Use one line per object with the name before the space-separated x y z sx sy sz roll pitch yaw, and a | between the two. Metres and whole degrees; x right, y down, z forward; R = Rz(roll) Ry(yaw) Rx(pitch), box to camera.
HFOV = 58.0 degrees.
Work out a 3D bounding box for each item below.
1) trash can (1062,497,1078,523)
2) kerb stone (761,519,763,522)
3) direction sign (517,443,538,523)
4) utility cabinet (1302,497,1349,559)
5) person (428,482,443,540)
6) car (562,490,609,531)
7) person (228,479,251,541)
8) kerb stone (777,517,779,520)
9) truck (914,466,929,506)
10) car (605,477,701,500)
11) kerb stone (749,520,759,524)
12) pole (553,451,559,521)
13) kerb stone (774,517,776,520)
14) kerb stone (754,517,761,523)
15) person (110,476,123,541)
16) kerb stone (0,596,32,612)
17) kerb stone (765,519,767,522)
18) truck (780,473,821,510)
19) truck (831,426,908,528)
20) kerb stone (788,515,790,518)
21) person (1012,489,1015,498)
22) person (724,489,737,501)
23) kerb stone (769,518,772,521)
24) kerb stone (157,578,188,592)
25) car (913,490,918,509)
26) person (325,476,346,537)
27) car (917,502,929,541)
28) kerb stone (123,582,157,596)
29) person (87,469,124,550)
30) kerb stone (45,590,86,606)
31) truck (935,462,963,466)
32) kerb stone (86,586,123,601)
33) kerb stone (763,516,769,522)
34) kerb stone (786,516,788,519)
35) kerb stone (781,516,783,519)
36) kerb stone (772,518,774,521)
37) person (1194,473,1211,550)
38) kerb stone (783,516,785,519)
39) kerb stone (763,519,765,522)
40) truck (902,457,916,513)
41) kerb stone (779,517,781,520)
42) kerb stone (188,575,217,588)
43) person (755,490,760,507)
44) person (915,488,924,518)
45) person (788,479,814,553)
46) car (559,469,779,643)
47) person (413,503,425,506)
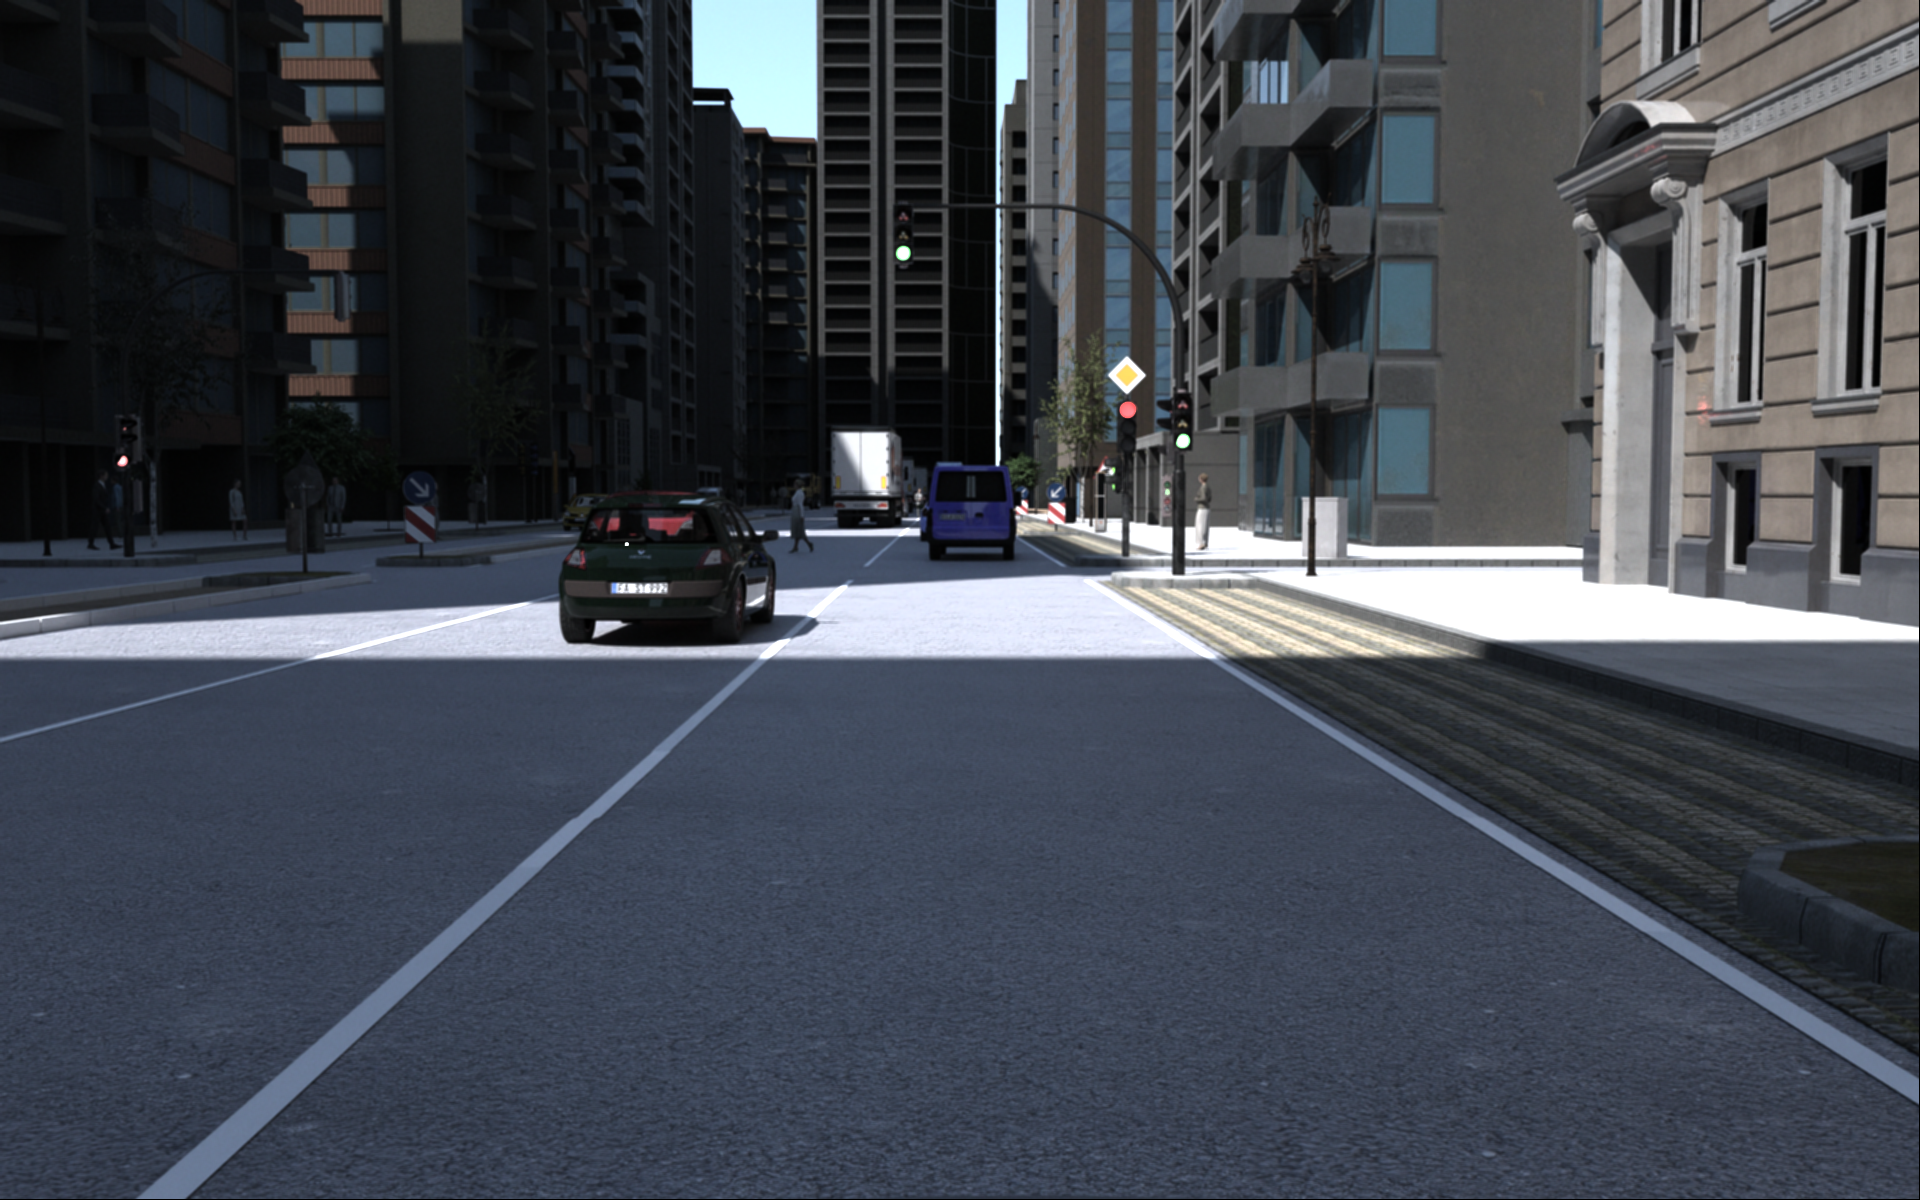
trash can | 5.015 -4.197 80.280 0.748 1.137 0.748 0 3 0
kerb stone | -10.079 -3.938 86.582 0.120 0.150 1.000 0 4 0
direction sign | -19.069 -5.167 76.480 0.876 3.537 0.379 -1 4 -18
utility cabinet | 7.322 -1.443 34.756 0.306 1.237 1.020 -2 4 -33
person | -16.451 -2.786 54.143 0.391 1.810 0.635 -2 4 -31
car | -14.522 -3.560 68.436 2.015 1.641 3.980 0 4 0
person | -19.905 -2.486 47.691 0.522 1.701 0.512 1 4 18
kerb stone | -10.150 -4.438 94.783 0.120 0.150 1.000 0 4 0
truck | -4.641 -11.757 181.137 2.839 4.237 11.283 0 4 -1
car | -4.404 -1.012 25.582 2.155 1.783 4.494 0 4 -1
kerb stone | -10.064 -3.813 84.530 0.120 0.150 1.000 0 4 0
pole | -18.970 -5.348 81.278 0.158 3.312 0.155 0 3 0
kerb stone | -10.120 -4.314 92.735 0.120 0.150 1.000 0 4 0
kerb stone | -10.070 -3.875 85.552 0.120 0.150 1.000 0 4 0
person | -22.931 -2.499 47.252 0.444 1.785 0.601 0 4 2
kerb stone | -11.665 0.050 21.419 0.120 0.150 1.000 0 4 0
kerb stone | -10.097 -4.059 88.629 0.120 0.150 1.000 0 4 0
truck | -14.730 -10.169 162.192 3.469 3.379 9.791 0 4 1
truck | -3.964 -5.390 77.041 2.839 4.237 11.283 0 4 1
kerb stone | -10.187 -4.816 100.936 0.120 0.150 1.000 0 4 0
person | 4.630 -9.165 156.608 0.721 1.743 1.217 -3 5 -39
person | -16.872 -7.186 126.009 1.348 1.821 0.705 0 4 -8
kerb stone | -10.106 -4.186 90.679 0.120 0.150 1.000 0 4 0
kerb stone | -11.693 -0.199 25.517 0.120 0.150 1.000 0 4 0
car | -4.971 -9.970 171.677 2.281 1.827 5.304 0 4 1
person | -18.678 -2.792 51.788 0.635 1.810 0.391 0 4 1
car | -0.374 -2.710 53.904 1.945 1.707 3.694 0 3 0
kerb stone | -11.688 -0.141 24.494 0.120 0.150 1.000 0 4 0
person | -19.734 -2.085 39.911 0.755 1.850 0.659 -1 4 -10
kerb stone | -11.668 -0.013 22.444 0.120 0.150 1.000 0 4 0
truck | -1.048 -9.145 139.278 2.967 4.110 18.799 0 4 1
kerb stone | -11.677 -0.078 23.470 0.120 0.150 1.000 0 4 0
kerb stone | -10.107 -4.126 89.657 0.120 0.150 1.000 0 4 0
kerb stone | -10.184 -4.753 99.905 0.120 0.150 1.000 0 4 0
kerb stone | -10.157 -4.565 96.827 0.120 0.150 1.000 0 4 0
kerb stone | -10.116 -4.245 91.702 0.120 0.150 1.000 0 4 0
person | 5.565 -2.033 39.834 0.362 1.759 0.519 2 4 29
kerb stone | -10.161 -4.627 97.849 0.120 0.150 1.000 0 4 0
kerb stone | -10.089 -3.997 87.605 0.120 0.150 1.000 0 4 0
truck | -4.870 -8.983 135.778 2.839 4.237 11.283 0 4 -1
kerb stone | -10.154 -4.498 95.805 0.120 0.150 1.000 0 4 0
kerb stone | -11.704 -0.266 26.544 0.120 0.150 1.000 0 4 0
person | -20.427 -10.265 174.802 0.541 1.710 0.530 -3 5 -40
person | -2.334 -5.706 101.992 0.606 1.804 0.583 -2 4 -27
person | -3.877 -2.053 42.290 0.641 1.798 0.478 1 4 11
car | -2.954 -0.507 18.074 2.009 1.686 4.222 0 4 1
person | -20.242 -3.588 65.189 0.782 1.767 0.515 -1 4 -9
